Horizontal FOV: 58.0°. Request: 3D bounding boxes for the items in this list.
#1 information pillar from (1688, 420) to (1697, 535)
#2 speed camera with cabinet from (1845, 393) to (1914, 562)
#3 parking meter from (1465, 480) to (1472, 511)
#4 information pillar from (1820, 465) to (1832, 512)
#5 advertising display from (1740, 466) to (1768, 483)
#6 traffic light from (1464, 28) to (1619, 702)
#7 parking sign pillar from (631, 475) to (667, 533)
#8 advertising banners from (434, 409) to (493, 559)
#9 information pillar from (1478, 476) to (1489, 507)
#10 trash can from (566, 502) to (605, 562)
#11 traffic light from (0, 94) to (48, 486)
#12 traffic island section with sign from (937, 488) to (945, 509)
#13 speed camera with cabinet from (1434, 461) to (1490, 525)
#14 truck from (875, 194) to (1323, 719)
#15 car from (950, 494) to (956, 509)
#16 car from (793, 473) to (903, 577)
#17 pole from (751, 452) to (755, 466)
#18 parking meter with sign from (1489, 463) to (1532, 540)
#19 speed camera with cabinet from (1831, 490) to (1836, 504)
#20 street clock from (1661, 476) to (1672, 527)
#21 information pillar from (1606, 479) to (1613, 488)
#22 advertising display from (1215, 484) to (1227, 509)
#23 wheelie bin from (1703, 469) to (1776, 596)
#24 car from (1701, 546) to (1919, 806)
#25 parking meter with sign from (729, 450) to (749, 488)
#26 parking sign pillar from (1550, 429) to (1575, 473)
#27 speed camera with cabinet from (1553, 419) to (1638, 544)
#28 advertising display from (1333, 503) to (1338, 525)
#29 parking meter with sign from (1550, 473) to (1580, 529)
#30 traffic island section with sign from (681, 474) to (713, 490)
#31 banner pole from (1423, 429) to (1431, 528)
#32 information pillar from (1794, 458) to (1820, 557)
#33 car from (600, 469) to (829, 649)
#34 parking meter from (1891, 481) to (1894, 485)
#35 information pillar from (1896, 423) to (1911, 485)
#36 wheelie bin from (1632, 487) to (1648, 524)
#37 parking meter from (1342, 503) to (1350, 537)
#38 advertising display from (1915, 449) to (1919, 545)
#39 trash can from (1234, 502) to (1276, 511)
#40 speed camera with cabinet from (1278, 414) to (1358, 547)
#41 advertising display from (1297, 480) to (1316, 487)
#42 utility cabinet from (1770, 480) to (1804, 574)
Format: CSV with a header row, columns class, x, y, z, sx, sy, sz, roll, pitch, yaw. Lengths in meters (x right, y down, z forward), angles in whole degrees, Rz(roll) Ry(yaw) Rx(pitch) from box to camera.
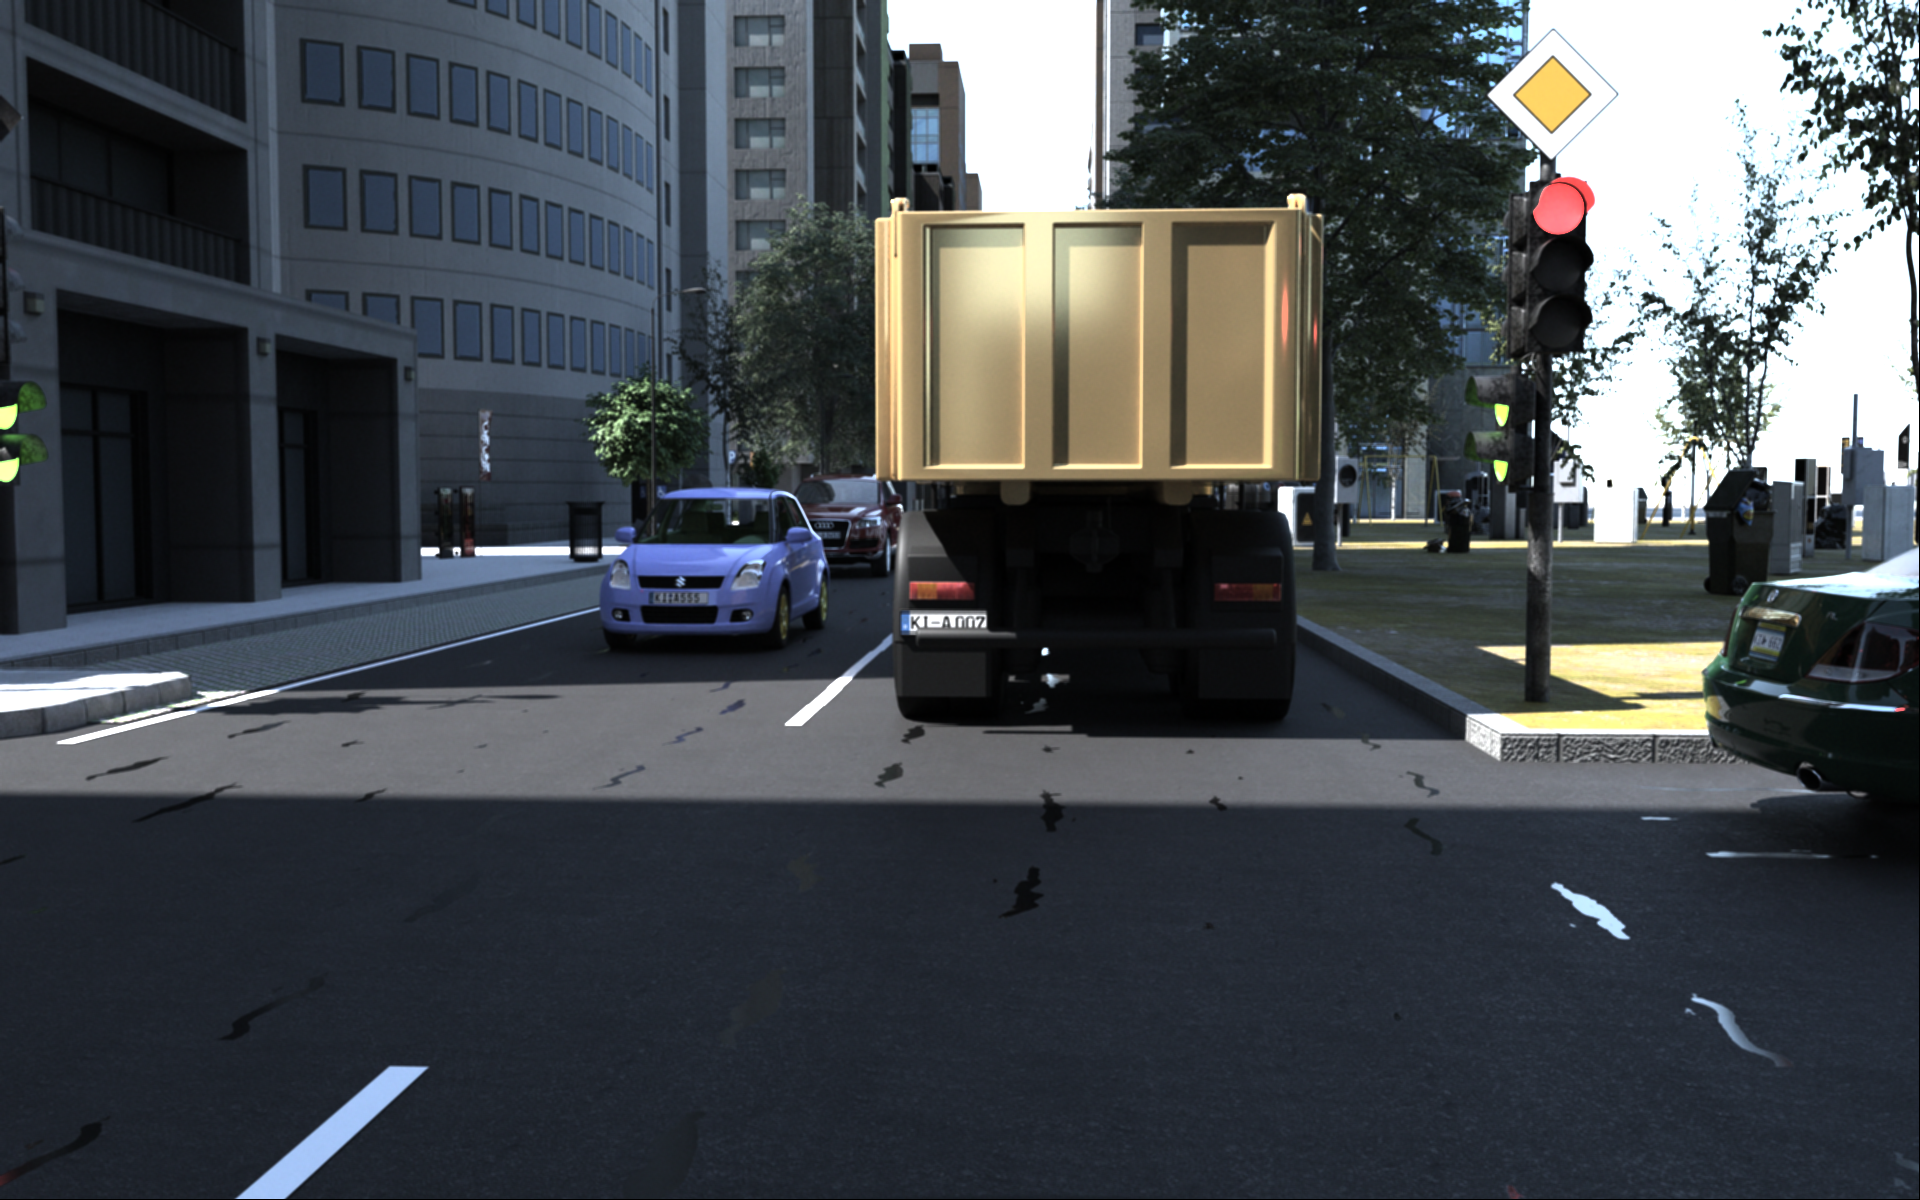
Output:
class,x,y,z,sx,sy,sz,roll,pitch,yaw
information pillar,23.261,-3.890,54.954,0.183,3.616,0.504,1,4,16
speed camera with cabinet,17.656,-2.384,33.306,0.660,3.252,2.038,0,4,6
parking meter,20.862,-3.997,71.060,0.255,1.863,0.399,1,4,12
information pillar,22.202,-2.451,44.562,0.304,2.012,0.304,3,5,40
advertising display,18.251,-2.118,39.849,0.974,1.923,0.123,-3,4,-36
traffic light,3.561,-1.328,10.627,0.839,4.253,0.868,0,4,3
parking sign pillar,-8.738,-3.681,48.658,1.447,3.967,1.447,-3,5,-40
advertising banners,-9.998,-2.376,35.036,0.090,3.025,2.074,1,4,17
information pillar,21.507,-4.081,71.218,0.304,2.012,0.304,-1,4,-21
trash can,-7.073,-1.289,32.728,0.748,1.137,0.748,0,3,0
traffic light,-6.386,-1.359,11.148,0.839,4.253,0.868,0,4,3
traffic island section with sign,-1.124,-6.153,109.232,1.989,1.847,2.006,0,4,3
speed camera with cabinet,20.917,-4.772,72.355,2.038,3.252,0.660,2,4,31
truck,1.059,-1.147,14.686,3.469,3.379,9.791,0,4,3
car,-0.136,-6.936,123.627,2.015,1.641,3.980,0,4,3
car,-2.137,-1.410,31.727,2.281,1.827,5.304,0,4,3
pole,-10.087,-5.536,84.351,0.158,3.312,0.155,0,3,0
parking meter with sign,15.480,-3.235,49.160,0.543,3.016,1.738,3,5,44
speed camera with cabinet,34.109,-4.375,65.863,2.038,3.252,0.660,2,4,33
street clock,27.874,-3.902,68.361,0.471,2.002,0.358,-3,4,-38
information pillar,31.488,-4.865,84.027,0.304,2.012,0.304,1,4,20
advertising display,10.871,-4.062,71.623,0.974,1.923,0.123,-2,4,-29
wheelie bin,9.960,-0.870,22.139,0.693,1.594,0.980,0,4,-7
car,5.727,0.284,7.149,4.920,1.459,2.131,0,4,4
parking meter with sign,-8.396,-4.419,68.517,1.738,3.016,0.543,2,4,31
parking sign pillar,24.377,-5.022,70.580,1.447,3.967,1.447,-2,4,-27
speed camera with cabinet,16.686,-3.126,45.441,2.038,3.252,0.660,2,4,30
advertising display,15.405,-4.033,71.152,0.123,1.923,0.974,-1,4,-21
parking meter with sign,21.832,-4.119,63.614,1.738,3.016,0.543,0,4,7
traffic island section with sign,-5.196,-1.550,33.963,1.989,1.847,2.006,0,4,3
banner pole,17.884,-4.661,66.220,0.401,3.779,0.863,0,4,7
information pillar,17.182,-1.881,35.241,0.304,2.012,0.304,-2,4,-25
car,-2.365,-0.467,17.219,1.945,1.707,3.694,0,4,4
parking meter,37.978,-3.948,70.269,0.255,1.863,0.399,-1,4,-11
information pillar,31.089,-4.021,57.090,0.183,3.616,0.504,-1,4,-12
wheelie bin,29.450,-4.127,75.385,0.980,1.594,0.693,-1,4,-22
parking meter,11.615,-2.846,52.239,0.255,1.863,0.399,1,4,23
advertising display,13.328,-1.105,23.273,0.123,1.923,0.974,-2,4,-26
trash can,5.331,-1.203,31.316,0.748,1.137,0.748,0,3,0
speed camera with cabinet,8.736,-2.927,42.190,2.038,3.252,0.660,-2,4,-28
advertising display,11.016,-3.002,54.294,0.974,1.923,0.123,0,4,-4
utility cabinet,13.273,-1.168,27.771,0.318,1.500,1.173,2,4,34
